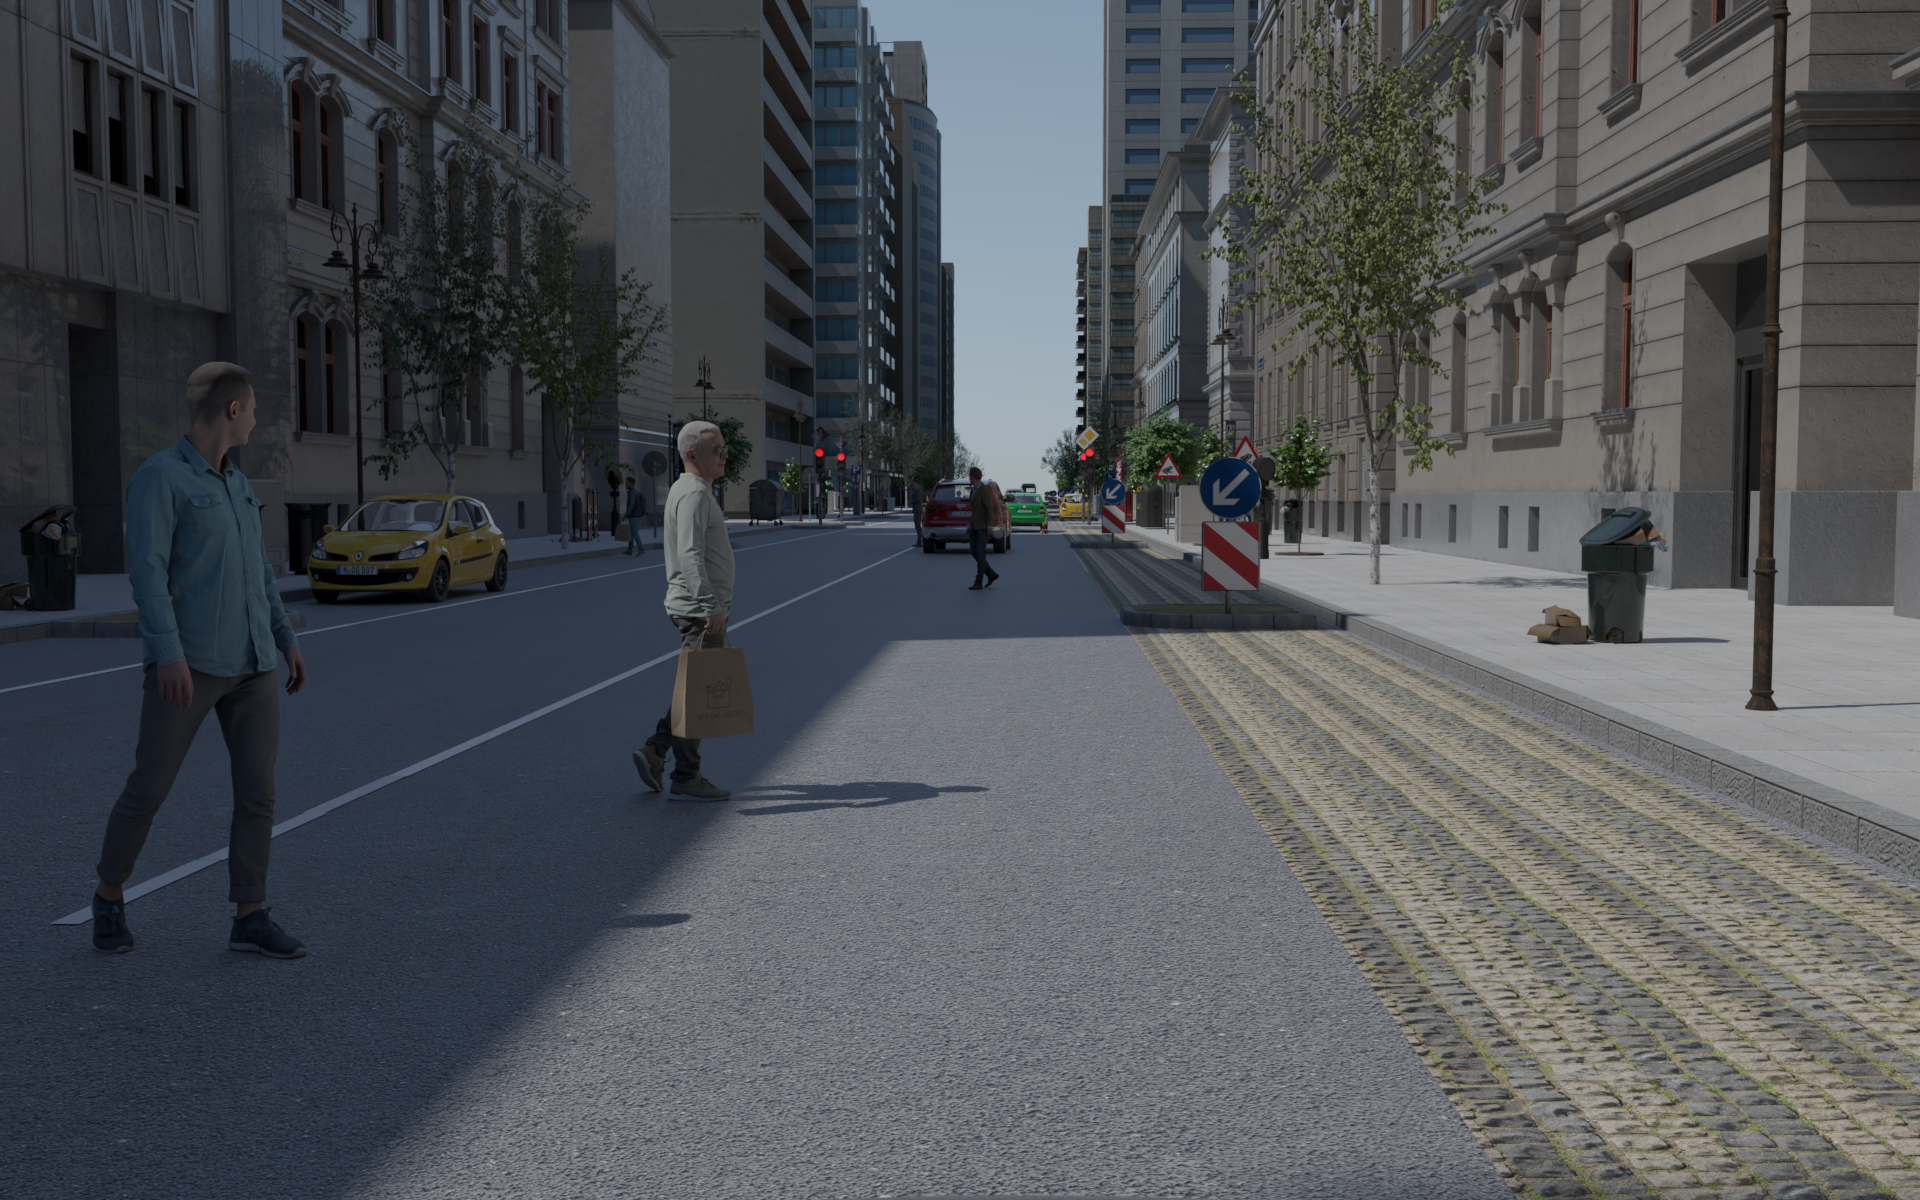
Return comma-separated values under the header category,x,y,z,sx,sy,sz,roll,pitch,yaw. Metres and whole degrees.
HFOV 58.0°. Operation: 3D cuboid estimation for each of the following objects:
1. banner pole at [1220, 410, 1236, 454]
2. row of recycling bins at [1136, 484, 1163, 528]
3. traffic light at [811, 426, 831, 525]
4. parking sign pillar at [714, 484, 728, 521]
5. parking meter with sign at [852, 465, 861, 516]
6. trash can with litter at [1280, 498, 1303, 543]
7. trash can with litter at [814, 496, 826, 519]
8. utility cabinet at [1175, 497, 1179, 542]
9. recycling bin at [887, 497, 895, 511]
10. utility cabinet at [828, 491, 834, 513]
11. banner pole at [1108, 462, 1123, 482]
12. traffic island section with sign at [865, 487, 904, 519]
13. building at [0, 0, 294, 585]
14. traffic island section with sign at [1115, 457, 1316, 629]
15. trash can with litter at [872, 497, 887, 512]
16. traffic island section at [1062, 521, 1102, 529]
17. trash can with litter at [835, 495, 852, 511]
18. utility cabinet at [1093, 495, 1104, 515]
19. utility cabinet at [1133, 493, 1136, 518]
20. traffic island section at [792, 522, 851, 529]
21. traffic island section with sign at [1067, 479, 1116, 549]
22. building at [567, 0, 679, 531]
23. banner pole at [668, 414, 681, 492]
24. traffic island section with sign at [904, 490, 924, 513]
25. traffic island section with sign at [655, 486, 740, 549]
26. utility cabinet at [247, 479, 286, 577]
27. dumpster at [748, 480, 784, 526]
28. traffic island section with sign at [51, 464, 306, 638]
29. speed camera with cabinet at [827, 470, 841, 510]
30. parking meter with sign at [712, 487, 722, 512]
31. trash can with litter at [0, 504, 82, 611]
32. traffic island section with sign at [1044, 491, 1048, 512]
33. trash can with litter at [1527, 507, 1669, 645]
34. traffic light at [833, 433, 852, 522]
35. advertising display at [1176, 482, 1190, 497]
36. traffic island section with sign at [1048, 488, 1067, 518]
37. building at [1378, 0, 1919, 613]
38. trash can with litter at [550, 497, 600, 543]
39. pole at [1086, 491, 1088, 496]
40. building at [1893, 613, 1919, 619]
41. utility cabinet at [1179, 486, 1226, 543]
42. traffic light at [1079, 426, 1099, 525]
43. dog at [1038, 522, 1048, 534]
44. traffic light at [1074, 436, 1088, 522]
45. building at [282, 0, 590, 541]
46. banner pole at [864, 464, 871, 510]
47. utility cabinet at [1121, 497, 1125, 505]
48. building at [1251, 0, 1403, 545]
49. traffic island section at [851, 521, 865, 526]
category,x,y,z,sx,sy,sz,roll,pitch,yaw
banner pole,7.943,-3.766,51.590,0.863,3.779,0.401,-3,5,-40
row of recycling bins,7.467,-3.718,67.908,1.069,1.692,3.534,0,4,3
traffic light,-5.755,-5.057,71.598,0.839,4.253,0.868,0,4,2
parking sign pillar,-11.909,-5.808,83.436,1.447,3.967,1.447,2,4,26
parking meter with sign,-6.182,-6.592,104.047,0.543,3.016,1.738,0,3,0
trash can with litter,8.611,-2.066,45.173,0.624,1.170,1.055,0,4,5
trash can with litter,-7.193,-4.731,88.734,0.624,1.170,1.055,0,4,-6
utility cabinet,5.946,-2.170,46.637,0.306,1.237,1.020,0,4,4
recycling bin,-5.350,-7.267,131.364,0.722,1.027,0.722,1,4,9
utility cabinet,-8.662,-6.568,116.070,0.318,1.500,1.173,0,4,2
banner pole,11.009,-8.203,124.136,0.863,3.779,0.401,1,4,12
traffic island section with sign,-4.515,-5.701,101.843,1.989,1.847,2.006,0,4,2
building,-19.196,-12.528,22.858,12.078,24.808,19.932,0,4,2
traffic island section with sign,2.797,-0.646,19.186,1.989,1.847,2.006,0,4,2
trash can with litter,-5.628,-6.764,121.986,1.055,1.170,0.624,-2,4,-24
traffic island section,5.675,-3.483,79.236,2.009,0.180,2.903,0,4,2
trash can with litter,-8.922,-7.179,128.432,2.233,1.210,1.678,-1,4,-15
utility cabinet,8.629,-5.841,106.663,0.306,1.237,1.020,0,4,-7
utility cabinet,9.207,-5.059,91.400,0.318,1.500,1.173,-1,4,-15
traffic island section,-5.795,-3.025,71.734,2.009,0.180,2.903,0,4,2
traffic island section with sign,3.940,-2.293,46.117,1.989,1.847,2.006,0,4,2
building,-20.413,-13.153,64.204,18.267,20.994,9.793,0,4,2
banner pole,-8.918,-3.917,54.054,0.401,3.779,0.863,-3,5,-42
traffic island section with sign,-3.347,-7.395,129.528,1.989,1.847,2.006,0,4,2
traffic island section with sign,-6.894,-2.273,45.791,1.989,1.847,2.006,0,4,2
utility cabinet,-10.720,-1.054,25.919,0.318,1.500,1.173,3,4,38
dumpster,-7.801,-3.903,69.565,1.264,1.857,1.865,0,4,2
traffic island section with sign,-8.071,-0.587,18.219,1.989,1.847,2.006,0,4,2
speed camera with cabinet,-10.487,-9.118,143.412,0.660,3.252,2.038,2,4,32
parking meter with sign,-10.235,-4.466,69.281,0.543,3.016,1.738,3,5,44
trash can with litter,-10.257,-0.470,19.072,1.055,1.170,0.624,0,4,6
traffic island section with sign,7.461,-7.360,128.965,1.989,1.847,2.006,0,4,2
trash can with litter,5.477,-0.214,14.885,1.055,1.170,0.624,-1,4,-18
traffic light,-5.416,-5.545,79.575,0.839,4.253,0.868,0,4,2
advertising display,11.756,-5.268,91.346,0.974,1.923,0.123,-3,5,-40
traffic island section with sign,6.321,-5.713,102.034,1.989,1.847,2.006,0,4,2
building,16.158,-14.826,29.791,14.401,28.519,23.554,0,4,2
trash can with litter,-10.542,-2.175,46.613,1.678,1.210,2.233,1,4,8
pole,10.311,-8.976,140.605,0.158,3.312,0.155,0,3,0
building,15.576,-13.372,6.030,14.401,28.519,23.554,0,4,2
utility cabinet,6.318,-2.230,45.146,1.173,1.500,0.318,0,4,1
traffic light,5.297,-5.029,71.145,0.839,4.253,0.868,0,4,2
dog,2.967,-2.596,62.643,0.550,0.427,0.748,3,4,39
traffic light,5.636,-5.517,79.123,0.839,4.253,0.868,0,4,2
building,-19.065,-15.729,44.561,14.401,28.519,23.554,0,4,2
banner pole,-7.693,-9.362,143.085,0.863,3.779,0.401,2,4,29
utility cabinet,9.007,-5.110,94.714,0.306,1.237,1.020,0,4,-1
building,16.543,-15.746,54.709,12.463,27.353,25.104,0,4,2
traffic island section,-5.456,-3.513,79.712,2.009,0.180,2.903,0,4,2
